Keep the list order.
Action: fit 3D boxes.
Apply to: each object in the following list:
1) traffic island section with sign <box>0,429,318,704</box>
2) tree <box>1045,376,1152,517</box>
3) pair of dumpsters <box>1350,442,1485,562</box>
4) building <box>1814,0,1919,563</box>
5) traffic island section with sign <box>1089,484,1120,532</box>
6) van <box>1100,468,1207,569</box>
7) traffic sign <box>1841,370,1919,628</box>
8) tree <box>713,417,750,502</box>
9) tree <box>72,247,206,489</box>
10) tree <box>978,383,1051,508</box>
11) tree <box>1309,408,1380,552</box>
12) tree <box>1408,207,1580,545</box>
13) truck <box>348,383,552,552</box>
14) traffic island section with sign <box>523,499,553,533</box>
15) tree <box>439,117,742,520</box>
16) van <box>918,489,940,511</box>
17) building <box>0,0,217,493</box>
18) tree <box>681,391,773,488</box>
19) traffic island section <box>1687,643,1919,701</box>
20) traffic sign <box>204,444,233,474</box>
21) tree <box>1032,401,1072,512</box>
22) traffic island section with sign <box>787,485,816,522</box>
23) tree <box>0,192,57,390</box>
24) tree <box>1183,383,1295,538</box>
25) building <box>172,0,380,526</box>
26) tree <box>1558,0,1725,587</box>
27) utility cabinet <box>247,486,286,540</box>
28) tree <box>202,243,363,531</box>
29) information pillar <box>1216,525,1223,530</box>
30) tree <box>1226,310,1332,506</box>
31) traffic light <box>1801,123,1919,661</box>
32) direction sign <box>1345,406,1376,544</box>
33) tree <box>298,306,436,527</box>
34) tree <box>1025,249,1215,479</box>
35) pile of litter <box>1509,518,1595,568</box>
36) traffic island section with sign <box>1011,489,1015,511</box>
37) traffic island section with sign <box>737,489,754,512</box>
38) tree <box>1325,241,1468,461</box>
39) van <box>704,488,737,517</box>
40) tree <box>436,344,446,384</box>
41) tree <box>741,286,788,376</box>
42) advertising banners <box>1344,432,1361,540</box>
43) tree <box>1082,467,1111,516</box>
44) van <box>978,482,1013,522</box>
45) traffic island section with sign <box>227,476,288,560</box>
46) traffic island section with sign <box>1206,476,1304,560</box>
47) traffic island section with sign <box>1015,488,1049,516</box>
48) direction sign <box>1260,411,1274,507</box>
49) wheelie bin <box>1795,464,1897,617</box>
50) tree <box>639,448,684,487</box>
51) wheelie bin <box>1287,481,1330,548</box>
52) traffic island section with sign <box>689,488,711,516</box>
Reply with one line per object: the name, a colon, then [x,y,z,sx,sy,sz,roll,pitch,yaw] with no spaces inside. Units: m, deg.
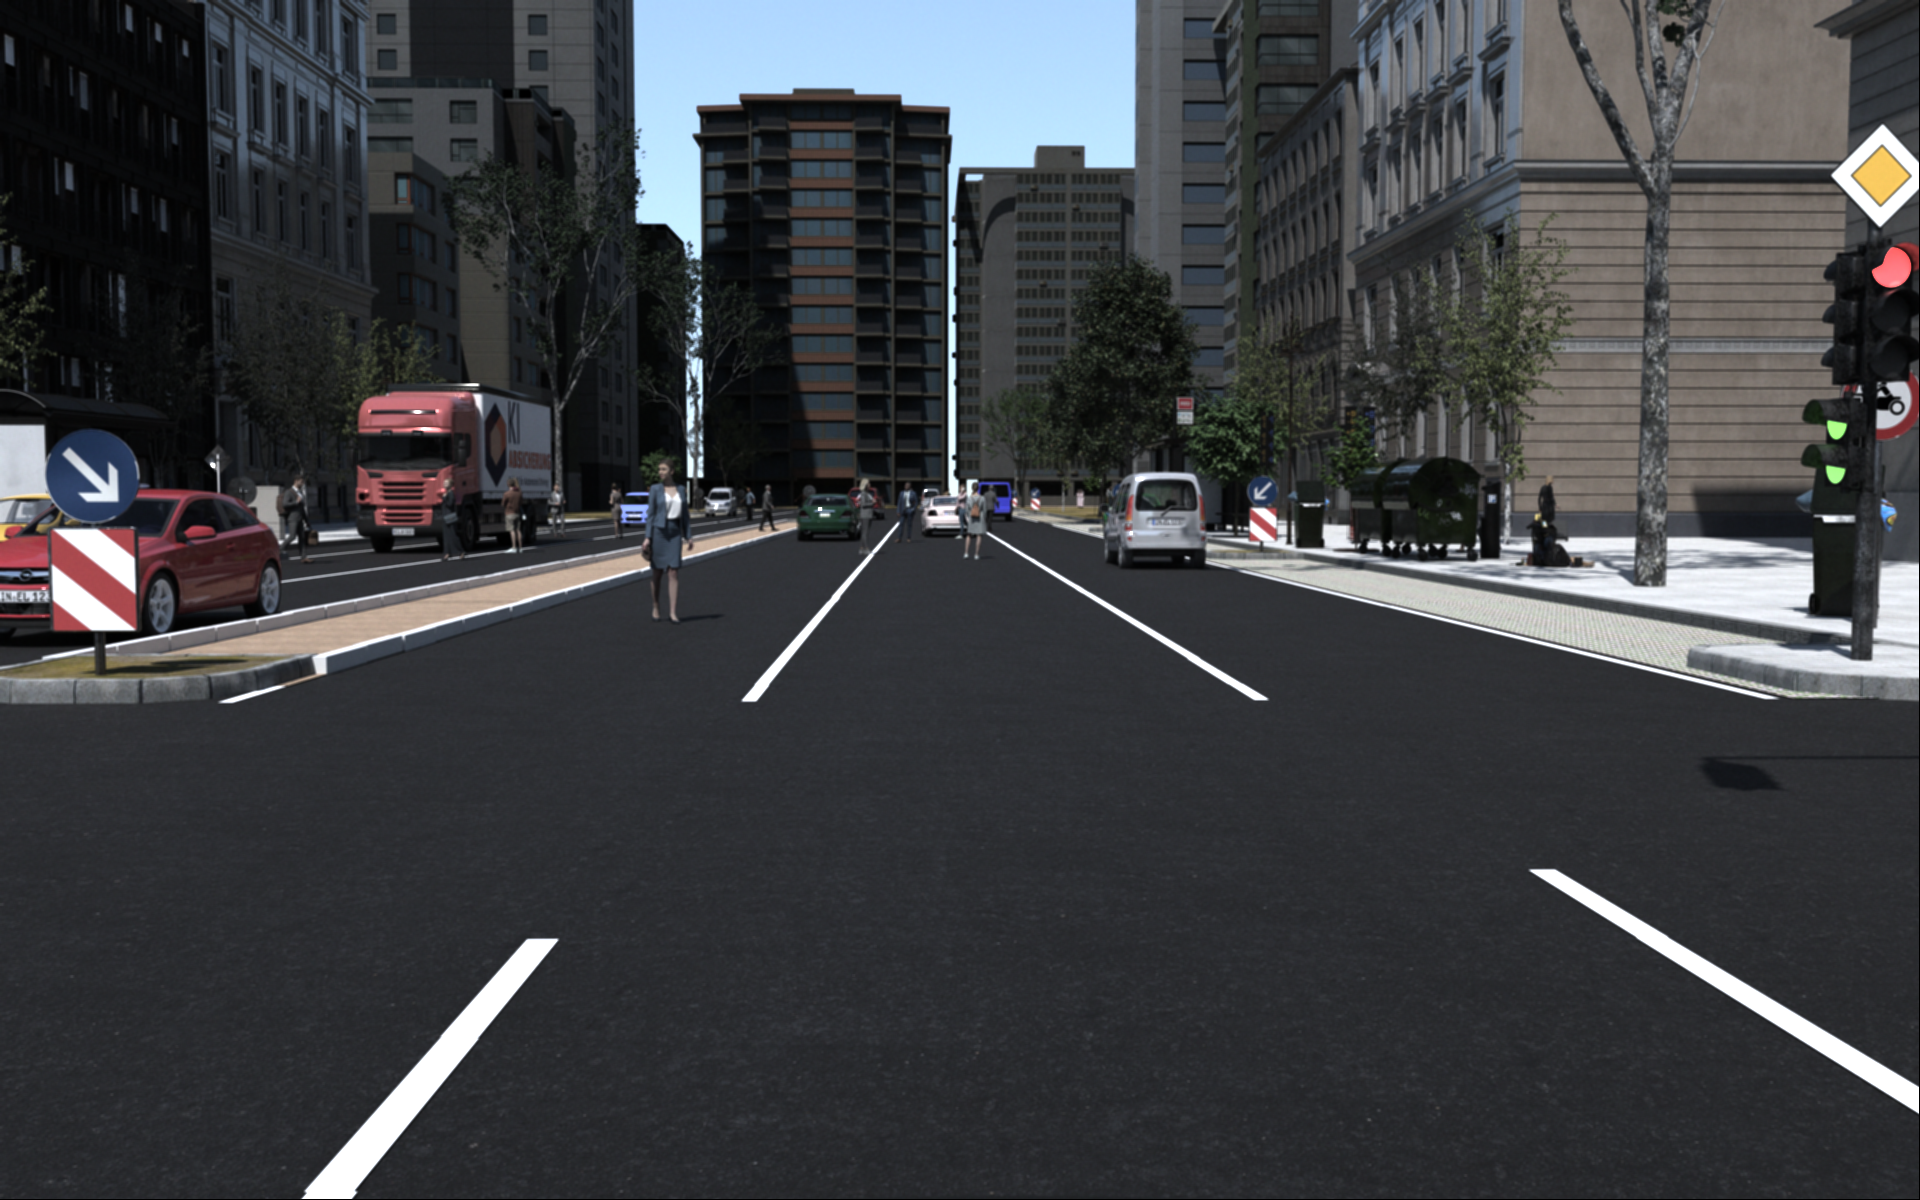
traffic island section with sign: [-6.090,-0.284,12.786,2.006,1.907,1.989,0,4,-1]
tree: [7.996,-9.798,94.612,7.601,10.594,8.767,1,4,19]
pair of dumpsters: [9.150,-1.976,34.796,1.574,2.255,4.437,0,4,-1]
building: [28.987,-14.730,28.229,23.554,28.519,14.401,0,4,-1]
traffic island section with sign: [5.900,-3.477,65.475,1.989,1.847,2.006,0,4,-1]
van: [3.863,-1.692,34.670,2.013,2.044,4.112,0,4,-1]
traffic sign: [8.733,-1.003,16.501,0.768,2.556,0.104,0,4,2]
tree: [-21.490,-13.135,165.112,4.737,8.622,4.395,0,3,0]
tree: [-23.943,-6.182,51.438,4.360,8.622,3.978,0,3,0]
tree: [5.788,-14.518,163.121,9.928,11.665,9.643,0,3,0]
tree: [8.912,-2.695,38.657,1.663,3.219,1.824,0,3,0]
tree: [13.672,-5.708,43.688,4.737,8.622,4.395,0,3,0]
truck: [-13.354,-3.505,46.215,2.839,4.237,11.283,0,4,-1]
traffic island section with sign: [-16.325,-3.468,65.327,1.989,1.847,2.006,0,4,-1]
tree: [-18.764,-14.084,86.161,12.611,20.169,13.585,0,3,0]
van: [-2.537,-8.623,147.998,2.013,2.044,4.112,0,4,-3]
building: [-32.669,-13.695,53.598,12.332,23.373,15.834,0,4,-1]
tree: [-21.086,-13.594,156.667,8.767,10.594,7.601,0,4,-4]
traffic island section: [6.997,0.543,13.402,2.009,0.180,2.903,0,4,-1]
traffic sign: [-19.685,-2.830,46.000,0.795,2.593,0.064,0,4,7]
tree: [7.363,-10.757,126.239,4.737,8.622,4.395,0,3,0]
traffic island section with sign: [-7.693,-4.879,87.908,2.006,1.907,1.989,0,4,-1]
tree: [-23.072,-5.457,39.592,4.737,8.622,4.395,0,3,0]
tree: [8.178,-4.122,51.115,4.285,4.588,4.351,0,3,0]
building: [-33.619,-17.459,71.366,13.634,28.700,20.117,0,4,-1]
tree: [8.460,-10.312,24.485,12.611,20.169,13.585,0,3,0]
utility cabinet: [-19.401,-2.416,48.188,1.173,1.500,0.318,0,4,8]
tree: [-19.295,-6.135,50.676,4.360,8.622,3.978,0,3,0]
information pillar: [9.371,-3.521,62.058,0.304,2.012,0.304,0,4,-3]
tree: [12.756,-7.328,70.175,4.737,8.622,4.395,0,3,0]
traffic light: [6.957,-1.490,13.287,0.839,4.253,0.868,0,4,-1]
direction sign: [10.325,-3.228,44.775,0.876,3.537,0.379,-1,4,-18]
tree: [-23.650,-7.167,67.544,4.737,8.622,4.395,0,3,0]
tree: [7.862,-10.050,81.330,9.611,12.733,9.660,0,3,0]
pile of litter: [10.554,-1.032,30.842,1.176,0.858,1.719,-1,4,-10]
traffic island section with sign: [4.254,-8.192,142.569,1.989,1.847,2.006,0,4,-1]
traffic island section with sign: [-17.964,-8.181,142.386,1.989,1.847,2.006,0,4,-1]
tree: [12.974,-6.148,50.890,4.360,8.622,3.978,0,3,0]
van: [-15.170,-6.297,109.966,2.013,2.044,4.112,0,4,-1]
tree: [-23.643,-7.464,72.395,4.737,8.622,4.395,0,3,0]
tree: [-19.591,-16.926,132.632,12.611,20.169,13.585,0,3,0]
advertising banners: [10.917,-3.172,48.042,0.090,3.025,2.074,0,4,-3]
tree: [8.051,-6.695,104.070,1.663,3.219,1.824,0,3,0]
van: [1.767,-5.351,91.866,2.240,2.365,5.245,0,3,0]
traffic island section with sign: [-15.742,-1.768,37.535,1.989,1.847,2.006,0,4,-1]
traffic island section with sign: [6.475,-1.829,38.526,1.989,1.847,2.006,0,4,-1]
traffic island section with sign: [4.853,-6.514,115.134,1.989,1.847,2.006,0,4,-1]
direction sign: [8.408,-3.396,47.523,0.379,3.537,0.876,2,4,33]
wheelie bin: [9.346,-0.635,18.284,0.980,1.594,0.693,2,4,35]
tree: [-21.124,-8.480,122.358,4.285,4.588,4.351,0,3,0]
wheelie bin: [8.250,-2.031,41.114,0.980,1.594,0.693,0,4,-1]
traffic island section with sign: [-17.383,-6.529,115.375,1.989,1.847,2.006,0,4,-1]
